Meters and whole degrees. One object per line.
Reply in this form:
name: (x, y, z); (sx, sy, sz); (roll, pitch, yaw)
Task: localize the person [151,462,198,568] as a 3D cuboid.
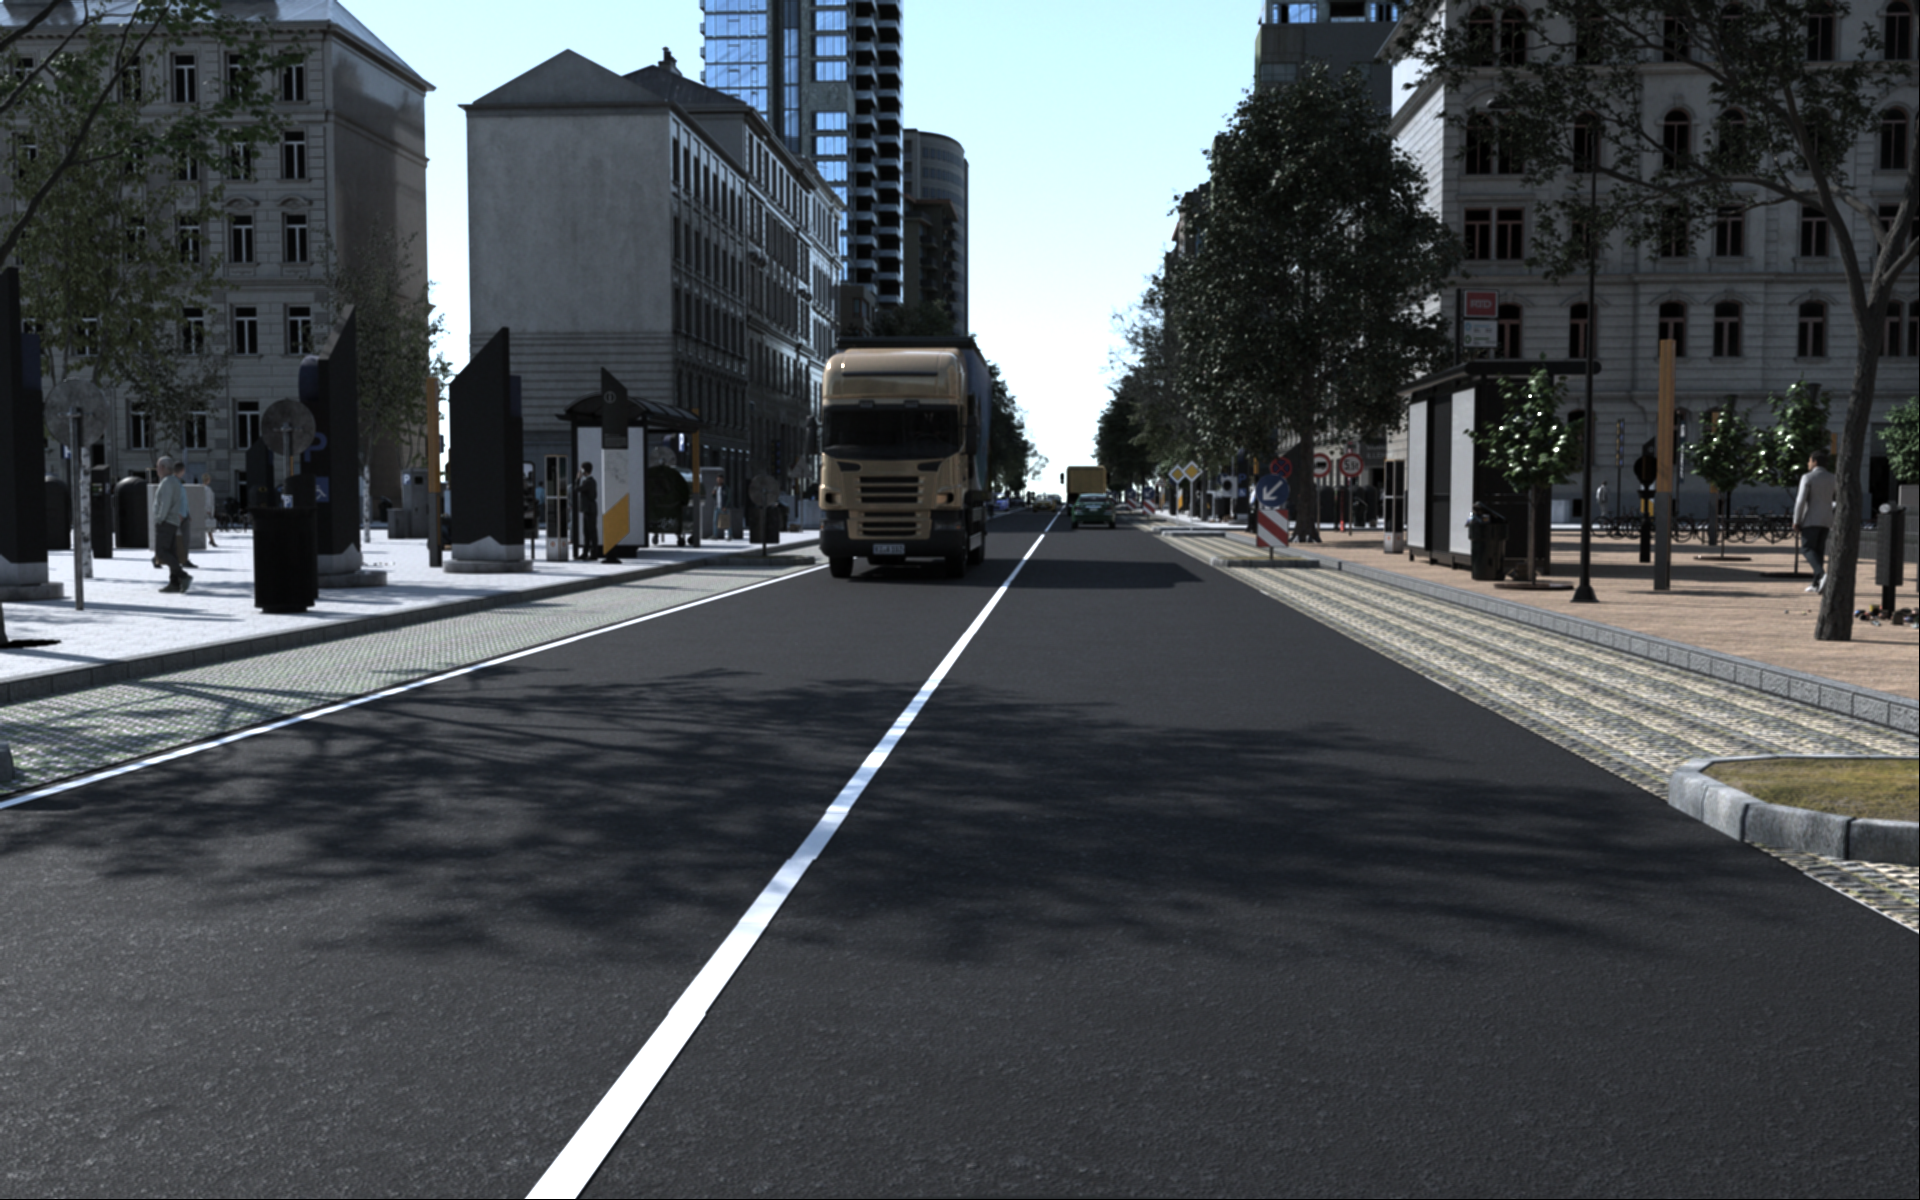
person: (-13.632, -1.478, 30.064); (0.748, 1.841, 0.638); (0, 4, 4)

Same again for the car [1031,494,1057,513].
car: (6.625, -7.670, 135.633); (2.015, 1.641, 3.980); (0, 4, 5)

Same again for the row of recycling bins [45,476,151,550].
row of recycling bins: (-20.689, -2.037, 40.412); (3.534, 1.692, 1.069); (-3, 4, -38)

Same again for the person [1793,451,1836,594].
person: (11.123, -1.007, 22.358); (0.661, 1.843, 0.795); (0, 4, -6)

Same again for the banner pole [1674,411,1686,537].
banner pole: (21.636, -3.794, 52.041); (0.401, 3.779, 0.863); (0, 4, 7)

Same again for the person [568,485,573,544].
person: (-9.883, -2.359, 44.715); (0.635, 1.810, 0.391); (-3, 4, -37)

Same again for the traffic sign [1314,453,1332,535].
traffic sign: (11.163, -3.290, 53.893); (0.768, 2.556, 0.104); (0, 4, 6)

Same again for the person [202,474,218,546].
person: (-18.416, -2.193, 42.247); (0.624, 1.780, 0.694); (-3, 4, -36)

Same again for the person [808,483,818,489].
person: (-6.713, -4.467, 79.260); (0.592, 1.802, 0.473); (2, 4, 34)

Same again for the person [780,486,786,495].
person: (-9.454, -5.186, 91.837); (0.512, 1.701, 0.522); (-1, 4, -22)

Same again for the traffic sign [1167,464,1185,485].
traffic sign: (8.431, -3.962, 66.975); (0.795, 2.593, 0.064); (0, 4, 4)

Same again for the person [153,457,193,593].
person: (-10.278, -0.984, 22.612); (0.515, 1.767, 0.782); (-1, 4, -17)

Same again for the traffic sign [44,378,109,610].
traffic sign: (-9.720, -1.158, 19.047); (0.768, 2.556, 0.104); (0, 4, 8)

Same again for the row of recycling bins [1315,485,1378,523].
row of recycling bins: (17.374, -4.321, 77.757); (3.534, 1.692, 1.069); (-2, 4, -32)

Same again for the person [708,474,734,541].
person: (-6.429, -2.497, 46.861); (0.713, 1.824, 0.794); (-3, 5, -42)

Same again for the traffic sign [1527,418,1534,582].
traffic sign: (8.293, -1.530, 25.125); (0.768, 2.556, 0.104); (1, 4, 8)

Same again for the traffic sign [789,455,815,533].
traffic sign: (-5.263, -3.517, 57.510); (0.884, 2.594, 0.081); (1, 4, 10)

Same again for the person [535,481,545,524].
person: (-17.793, -4.099, 73.082); (0.660, 1.820, 0.620); (1, 4, 21)

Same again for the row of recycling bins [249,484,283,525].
row of recycling bins: (-27.420, -3.928, 71.338); (3.534, 1.692, 1.069); (-1, 4, -14)

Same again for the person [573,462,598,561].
person: (-7.227, -1.714, 33.423); (0.474, 1.900, 0.648); (-1, 4, -15)

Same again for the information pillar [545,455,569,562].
information pillar: (-7.629, -1.730, 32.774); (0.304, 2.012, 0.304); (1, 4, 22)

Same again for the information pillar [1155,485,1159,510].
information pillar: (15.670, -8.156, 137.844); (0.304, 2.012, 0.304); (0, 4, 1)

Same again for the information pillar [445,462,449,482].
information pillar: (-34.043, -7.582, 115.320); (0.183, 3.616, 0.504); (3, 5, 43)

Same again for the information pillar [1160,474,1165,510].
information pillar: (16.136, -8.965, 137.934); (0.183, 3.616, 0.504); (-2, 4, -28)

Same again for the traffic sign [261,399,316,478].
traffic sign: (-9.005, -1.413, 23.213); (0.768, 2.556, 0.104); (0, 4, 6)

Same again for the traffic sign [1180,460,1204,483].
traffic sign: (7.911, -3.475, 59.007); (0.795, 2.593, 0.064); (0, 4, 4)

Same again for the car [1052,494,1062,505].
car: (12.786, -13.606, 234.247); (2.131, 1.459, 4.920); (0, 4, 4)

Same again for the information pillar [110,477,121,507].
information pillar: (-35.362, -4.163, 72.558); (0.304, 2.012, 0.304); (0, 4, 7)

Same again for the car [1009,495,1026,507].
car: (6.172, -10.705, 187.603); (1.945, 1.354, 3.894); (0, 4, 3)

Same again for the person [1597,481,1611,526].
person: (26.252, -3.941, 70.573); (0.850, 1.850, 0.679); (-2, 4, -33)

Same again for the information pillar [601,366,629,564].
information pillar: (-6.373, -2.483, 31.949); (0.504, 3.616, 0.183); (-2, 4, -29)

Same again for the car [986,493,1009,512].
car: (3.045, -7.978, 140.033); (1.945, 1.707, 3.694); (0, 4, 5)

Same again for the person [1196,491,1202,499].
person: (15.922, -6.654, 115.321); (0.782, 1.767, 0.515); (1, 4, 22)

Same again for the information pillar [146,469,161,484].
information pillar: (-23.269, -2.784, 50.011); (0.304, 2.012, 0.304); (-3, 5, -42)

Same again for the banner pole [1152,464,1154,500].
banner pole: (14.803, -8.744, 132.973); (0.401, 3.779, 0.863); (0, 4, 2)

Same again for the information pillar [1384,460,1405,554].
information pillar: (9.348, -2.006, 37.286); (0.304, 2.012, 0.304); (-2, 4, -30)

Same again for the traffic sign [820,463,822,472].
traffic sign: (-4.546, -3.717, 60.877); (0.768, 2.556, 0.104); (0, 4, 4)

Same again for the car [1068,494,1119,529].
car: (5.601, -3.718, 72.583); (2.131, 1.459, 4.920); (0, 4, 4)

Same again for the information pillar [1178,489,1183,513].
information pillar: (15.092, -7.767, 118.341); (0.183, 3.616, 0.504); (-2, 4, -31)

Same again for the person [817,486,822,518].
person: (-7.470, -5.232, 91.570); (0.794, 1.824, 0.713); (-2, 4, -35)

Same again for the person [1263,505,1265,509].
person: (14.773, -4.729, 83.280); (0.836, 1.842, 0.656); (1, 4, 15)

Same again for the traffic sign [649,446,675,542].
traffic sign: (-7.914, -2.809, 46.041); (0.768, 2.556, 0.104); (1, 4, 9)

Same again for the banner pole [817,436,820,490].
banner pole: (-6.060, -5.163, 74.438); (0.401, 3.779, 0.863); (0, 4, -4)

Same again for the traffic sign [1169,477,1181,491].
traffic sign: (13.356, -6.570, 107.520); (0.768, 2.556, 0.104); (0, 4, 8)

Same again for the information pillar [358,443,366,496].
information pillar: (-27.509, -5.393, 79.522); (0.504, 3.616, 0.183); (0, 4, 3)

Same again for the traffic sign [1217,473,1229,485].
traffic sign: (15.639, -6.284, 102.855); (0.768, 2.556, 0.104); (0, 4, 6)

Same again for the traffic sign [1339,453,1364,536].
traffic sign: (12.050, -3.259, 53.384); (0.768, 2.556, 0.104); (1, 4, 11)

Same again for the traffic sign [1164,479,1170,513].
traffic sign: (13.975, -7.058, 115.507); (0.768, 2.556, 0.104); (1, 4, 11)

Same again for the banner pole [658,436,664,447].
banner pole: (-12.985, -5.216, 75.296); (0.401, 3.779, 0.863); (-2, 4, -28)

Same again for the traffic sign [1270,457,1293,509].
traffic sign: (10.937, -3.605, 59.053); (0.768, 2.556, 0.104); (0, 4, 4)

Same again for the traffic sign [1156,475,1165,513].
traffic sign: (13.835, -7.267, 118.827); (0.884, 2.594, 0.081); (1, 4, 11)

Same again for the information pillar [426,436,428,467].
information pillar: (-18.360, -4.196, 59.952); (0.183, 3.616, 0.504); (0, 4, -1)

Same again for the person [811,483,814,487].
person: (-6.890, -4.595, 81.419); (0.600, 1.795, 0.529); (-1, 4, -17)
